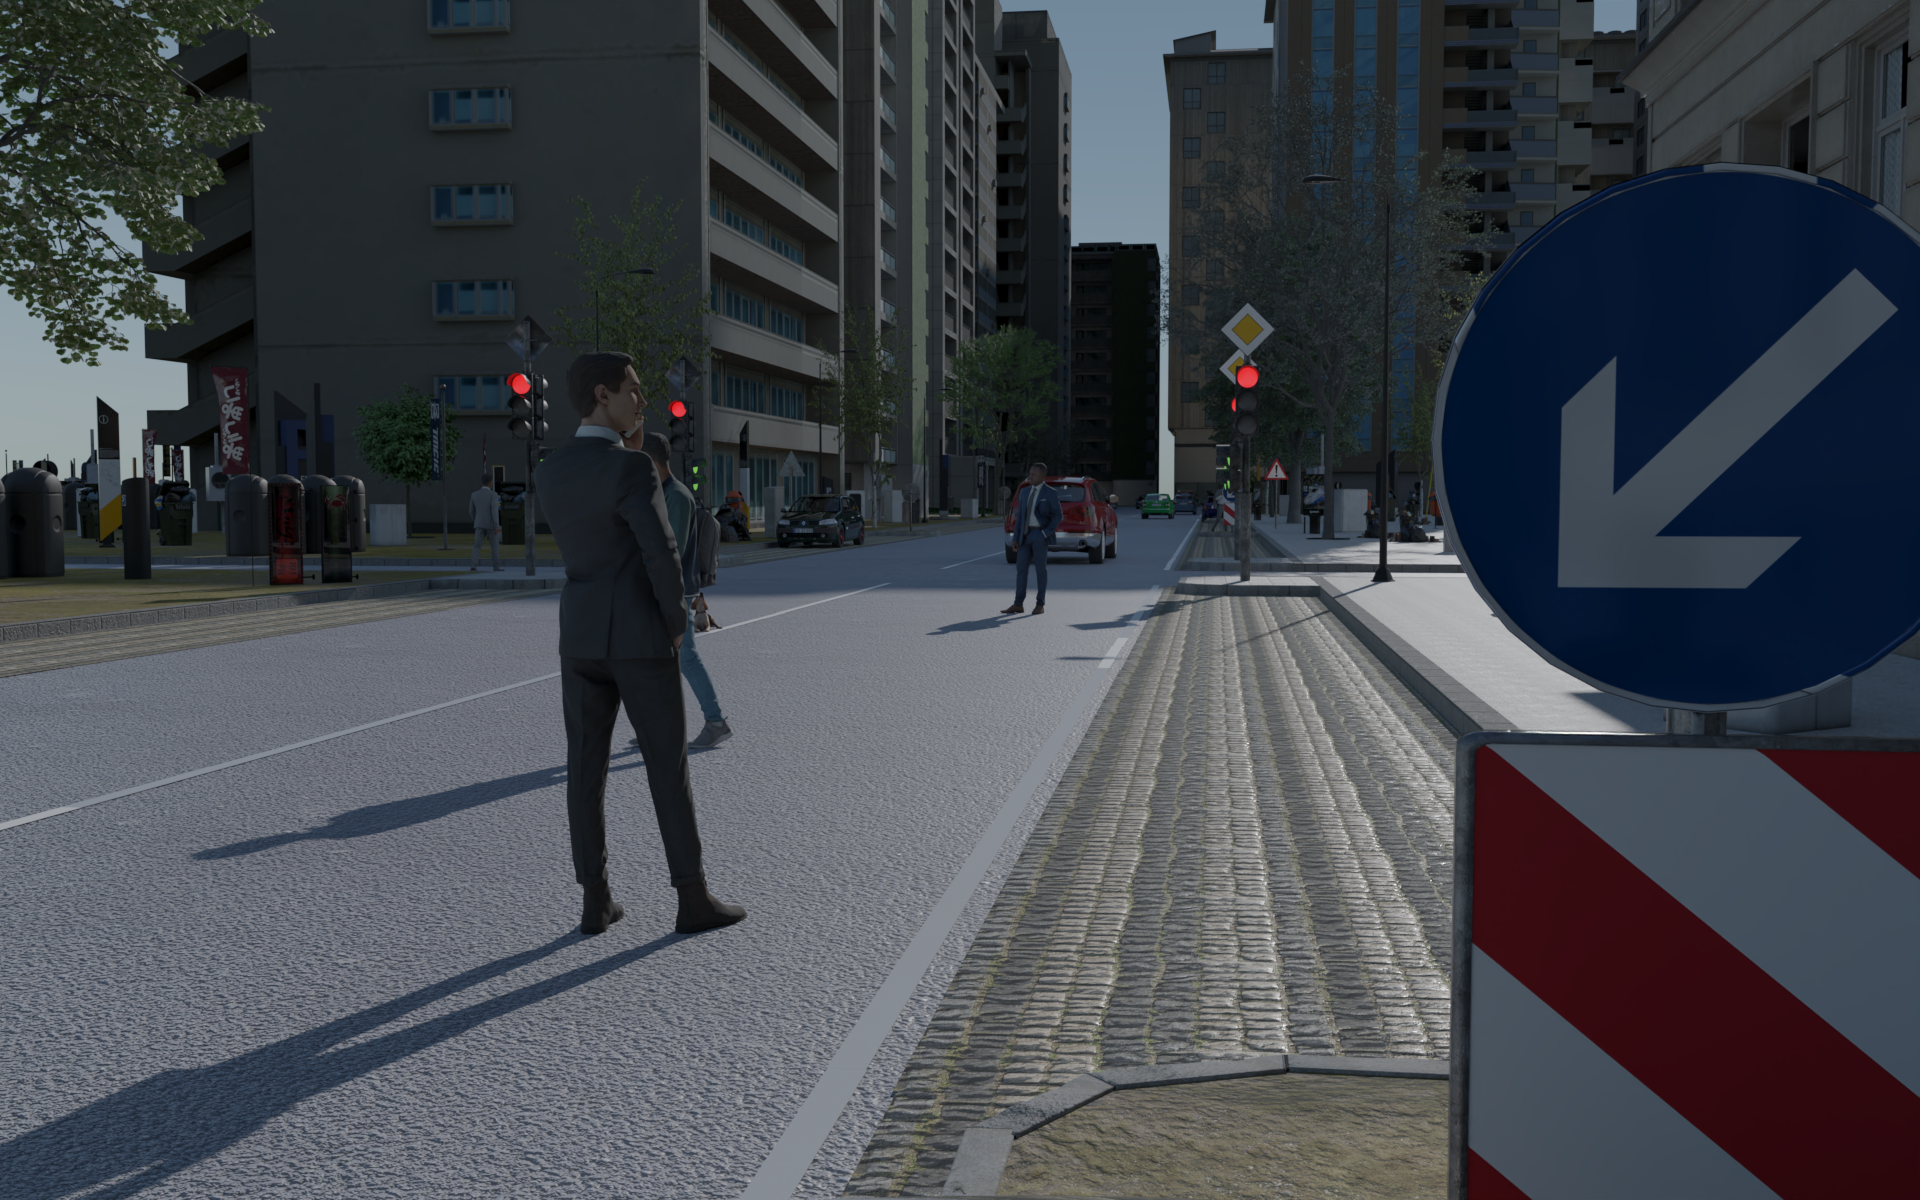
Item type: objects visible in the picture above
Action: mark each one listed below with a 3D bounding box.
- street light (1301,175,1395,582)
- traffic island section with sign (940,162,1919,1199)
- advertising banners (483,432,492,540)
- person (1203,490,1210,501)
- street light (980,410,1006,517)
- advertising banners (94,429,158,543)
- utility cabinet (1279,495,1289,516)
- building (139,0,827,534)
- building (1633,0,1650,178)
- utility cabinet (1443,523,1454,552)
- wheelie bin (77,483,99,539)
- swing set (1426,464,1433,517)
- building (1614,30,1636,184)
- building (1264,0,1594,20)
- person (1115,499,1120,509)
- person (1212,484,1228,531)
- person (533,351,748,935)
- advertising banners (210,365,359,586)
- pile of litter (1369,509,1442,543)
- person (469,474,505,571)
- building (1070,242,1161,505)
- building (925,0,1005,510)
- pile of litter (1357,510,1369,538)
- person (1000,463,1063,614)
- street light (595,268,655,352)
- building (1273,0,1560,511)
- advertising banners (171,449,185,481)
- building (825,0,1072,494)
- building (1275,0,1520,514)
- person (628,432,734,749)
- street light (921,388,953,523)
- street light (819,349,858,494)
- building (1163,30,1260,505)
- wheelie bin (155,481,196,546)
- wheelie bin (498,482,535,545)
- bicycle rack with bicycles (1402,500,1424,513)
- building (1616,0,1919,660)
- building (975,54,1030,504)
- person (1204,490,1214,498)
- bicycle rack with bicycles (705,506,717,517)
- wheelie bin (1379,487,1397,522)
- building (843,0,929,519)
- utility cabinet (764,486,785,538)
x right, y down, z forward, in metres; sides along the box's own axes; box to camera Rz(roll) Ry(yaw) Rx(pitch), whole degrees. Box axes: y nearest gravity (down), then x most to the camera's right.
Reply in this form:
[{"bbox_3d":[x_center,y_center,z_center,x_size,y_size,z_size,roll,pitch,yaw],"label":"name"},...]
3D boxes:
[{"bbox_3d":[5.670,-3.228,25.316,1.470,5.913,1.316,1,4,8],"label":"street light"},{"bbox_3d":[0.917,0.351,2.886,1.989,1.847,2.006,1,4,8],"label":"traffic island section with sign"},{"bbox_3d":[-13.221,-3.201,48.523,0.090,3.025,2.074,-1,4,-20],"label":"advertising banners"},{"bbox_3d":[20.518,-8.253,144.230,0.721,1.735,1.217,2,4,28],"label":"person"},{"bbox_3d":[1.827,-7.559,96.136,1.470,5.913,1.316,1,4,8],"label":"street light"},{"bbox_3d":[-22.016,-3.036,45.819,0.090,3.025,2.074,1,4,22],"label":"advertising banners"},{"bbox_3d":[19.067,-5.469,100.584,1.020,1.237,0.306,1,4,15],"label":"utility cabinet"},{"bbox_3d":[-17.088,-27.001,65.167,21.300,48.544,21.600,1,4,8],"label":"building"},{"bbox_3d":[74.528,-44.330,163.049,20.611,71.187,20.563,1,4,8],"label":"building"},{"bbox_3d":[11.262,-1.665,38.388,1.020,1.237,0.306,0,4,5],"label":"utility cabinet"},{"bbox_3d":[-24.971,-2.570,49.921,0.980,1.594,0.693,2,4,27],"label":"wheelie bin"},{"bbox_3d":[25.059,-5.413,86.128,3.119,2.851,2.862,0,4,2],"label":"swing set"},{"bbox_3d":[65.163,-37.361,200.095,27.495,52.752,28.713,1,4,8],"label":"building"},{"bbox_3d":[43.471,-35.161,164.124,28.713,52.752,27.495,1,4,8],"label":"building"},{"bbox_3d":[15.312,-9.624,169.081,0.991,1.433,0.599,-3,5,-44],"label":"person"},{"bbox_3d":[9.261,-3.234,61.473,0.679,1.850,0.850,-3,5,-40],"label":"person"},{"bbox_3d":[-1.092,0.129,5.758,0.648,1.900,0.474,2,4,27],"label":"person"},{"bbox_3d":[-9.483,-1.724,24.377,0.090,3.025,2.074,3,5,43],"label":"advertising banners"},{"bbox_3d":[12.068,-1.983,46.384,1.176,0.858,1.719,-2,4,-31],"label":"pile of litter"},{"bbox_3d":[-8.336,-1.323,30.404,0.678,1.792,0.850,1,4,16],"label":"person"},{"bbox_3d":[16.174,-26.298,201.672,14.107,30.474,14.160,1,4,8],"label":"building"},{"bbox_3d":[-7.508,-41.742,120.732,20.563,71.187,20.611,1,4,8],"label":"building"},{"bbox_3d":[12.236,-2.236,50.520,1.176,0.858,1.719,0,4,-5],"label":"pile of litter"},{"bbox_3d":[0.885,-0.739,20.758,0.721,1.800,0.419,2,4,31],"label":"person"},{"bbox_3d":[-6.961,-3.870,35.810,1.470,5.913,1.316,1,4,8],"label":"street light"},{"bbox_3d":[35.515,-36.311,135.681,21.231,58.520,28.212,1,4,8],"label":"building"},{"bbox_3d":[-29.776,-4.368,67.598,2.074,3.025,0.090,0,4,7],"label":"advertising banners"},{"bbox_3d":[-0.253,-33.611,173.240,21.600,48.544,21.300,1,4,8],"label":"building"},{"bbox_3d":[28.378,-28.426,114.871,14.600,45.320,14.200,1,4,8],"label":"building"},{"bbox_3d":[-1.663,-0.060,9.836,0.721,1.781,0.623,-2,4,-35],"label":"person"},{"bbox_3d":[-1.022,-6.324,75.938,1.470,5.913,1.316,1,4,8],"label":"street light"},{"bbox_3d":[-3.961,-5.088,55.726,1.470,5.913,1.316,1,4,8],"label":"street light"},{"bbox_3d":[38.100,-37.663,205.036,27.495,52.752,28.713,1,4,8],"label":"building"},{"bbox_3d":[-19.441,-2.148,43.035,0.693,1.594,0.980,3,4,37],"label":"wheelie bin"},{"bbox_3d":[-11.268,-2.201,43.896,0.980,1.594,0.693,0,4,-5],"label":"wheelie bin"},{"bbox_3d":[26.726,-5.279,99.693,2.852,0.926,2.925,1,4,19],"label":"bicycle rack with bicycles"},{"bbox_3d":[13.859,-10.604,6.665,16.112,22.955,30.059,1,4,8],"label":"building"},{"bbox_3d":[-9.906,-27.739,145.408,32.217,40.220,23.993,1,4,8],"label":"building"},{"bbox_3d":[22.521,-8.998,155.635,1.348,1.821,0.705,1,4,15],"label":"person"},{"bbox_3d":[-7.679,-2.368,52.096,2.925,0.926,2.852,2,4,31],"label":"bicycle rack with bicycles"},{"bbox_3d":[19.832,-4.430,80.334,0.693,1.594,0.980,-1,4,-11],"label":"wheelie bin"},{"bbox_3d":[-9.705,-24.880,90.380,14.154,41.232,14.086,1,4,8],"label":"building"},{"bbox_3d":[-5.418,-2.555,50.451,0.318,1.500,1.173,-1,4,-21],"label":"utility cabinet"}]
